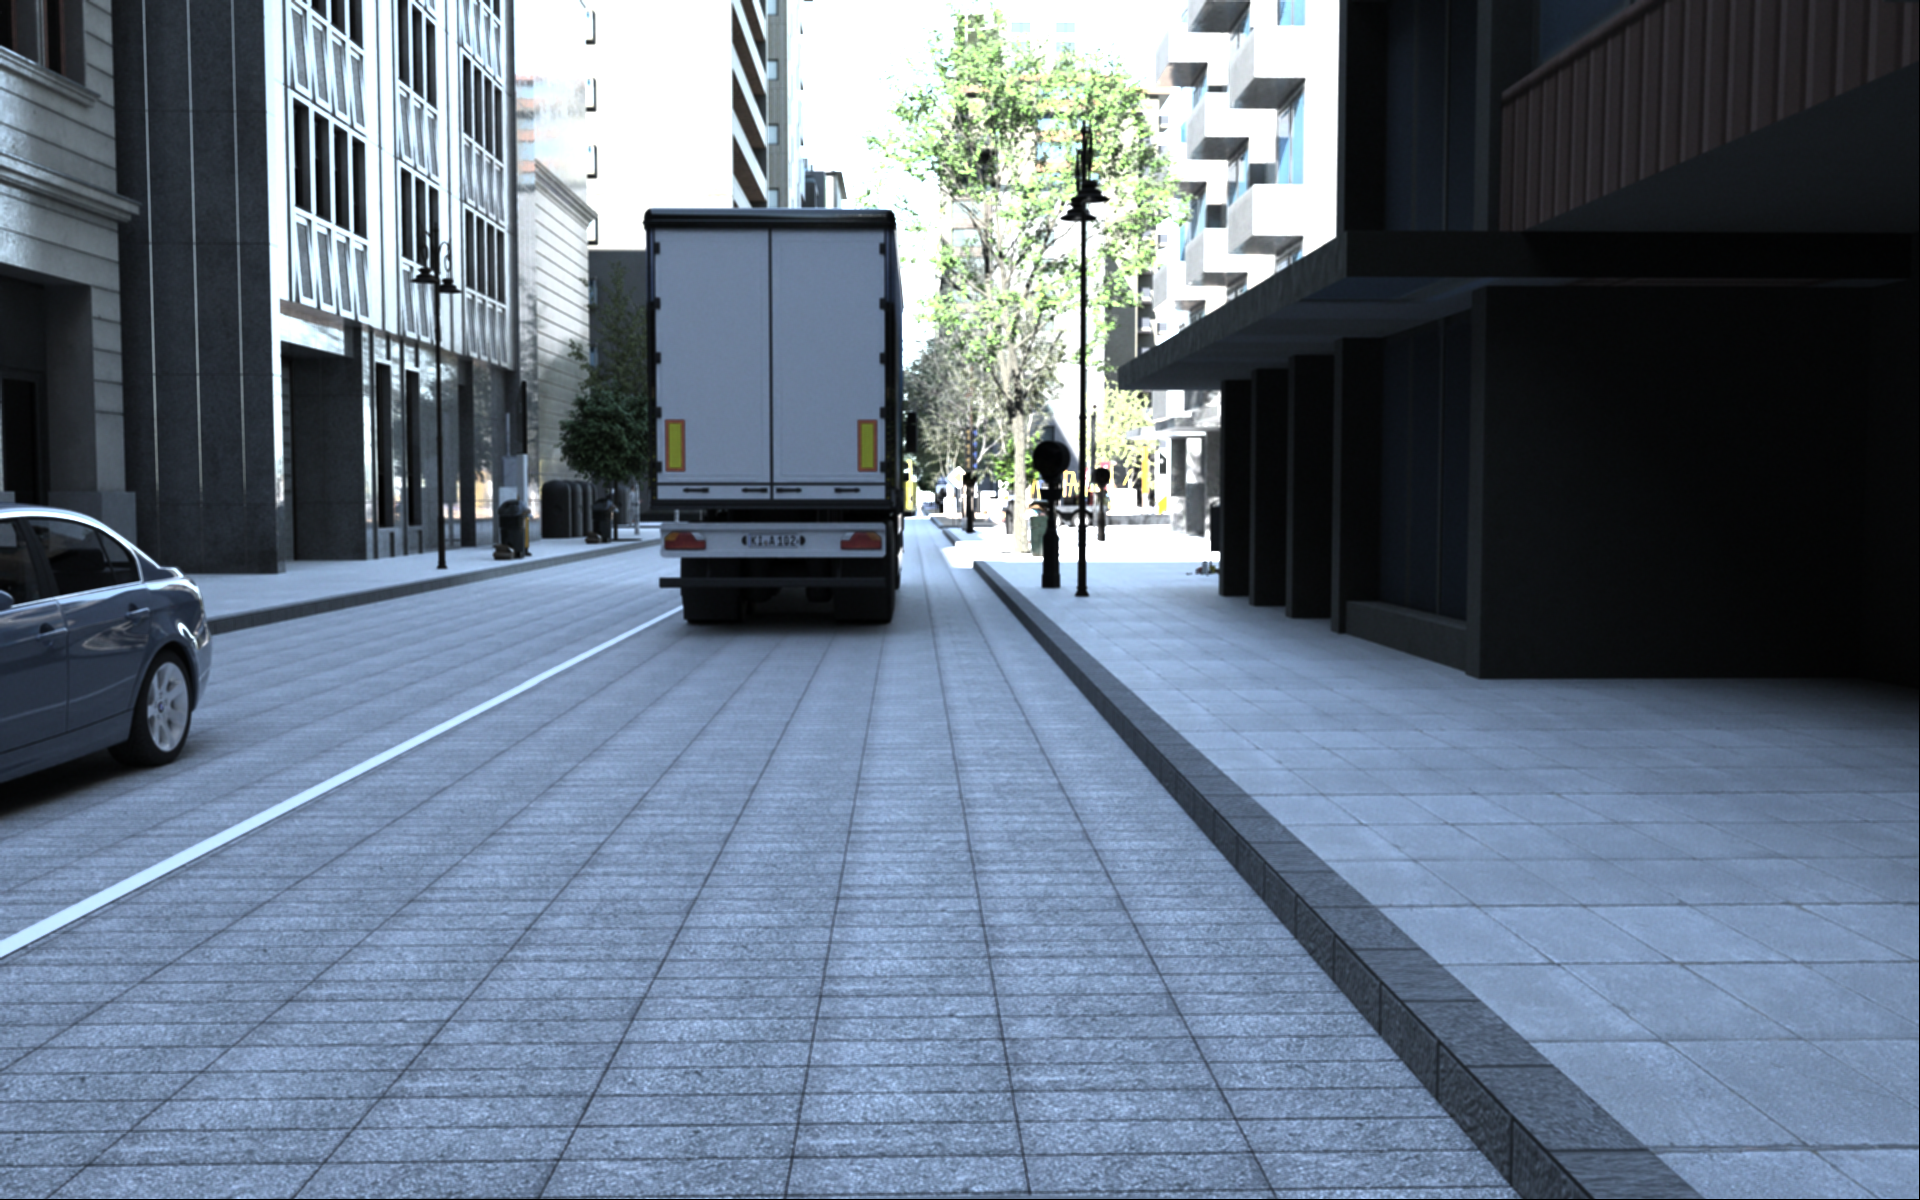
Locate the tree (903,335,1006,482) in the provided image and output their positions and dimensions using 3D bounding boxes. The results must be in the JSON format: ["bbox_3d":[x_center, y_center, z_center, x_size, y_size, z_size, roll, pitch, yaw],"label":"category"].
[{"bbox_3d":[-1.164,-14.241,139.493,9.857,13.997,8.962,0,3,0],"label":"tree"}]

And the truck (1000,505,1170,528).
[{"bbox_3d":[11.024,-4.754,67.490,18.799,4.110,2.967,0,4,-2],"label":"truck"}]

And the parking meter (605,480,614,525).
[{"bbox_3d":[-14.288,-3.985,70.864,0.255,1.863,0.399,2,4,27],"label":"parking meter"}]

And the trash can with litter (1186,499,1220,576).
[{"bbox_3d":[4.707,-1.034,27.957,2.233,1.210,1.678,0,4,1],"label":"trash can with litter"}]

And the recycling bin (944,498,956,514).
[{"bbox_3d":[-0.660,-6.092,112.153,0.722,1.027,0.722,0,4,-3],"label":"recycling bin"}]

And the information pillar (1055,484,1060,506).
[{"bbox_3d":[5.226,-5.466,93.864,0.304,2.012,0.304,-1,4,-19],"label":"information pillar"}]

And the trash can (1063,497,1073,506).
[{"bbox_3d":[6.360,-5.500,101.579,0.748,1.137,0.748,0,3,0],"label":"trash can"}]

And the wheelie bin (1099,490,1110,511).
[{"bbox_3d":[10.745,-7.402,128.936,0.980,1.594,0.693,3,5,42],"label":"wheelie bin"}]

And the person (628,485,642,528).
[{"bbox_3d":[-12.602,-3.582,67.265,0.583,1.804,0.606,-1,4,-12],"label":"person"}]

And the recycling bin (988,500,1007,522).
[{"bbox_3d":[1.732,-4.094,79.488,0.722,1.027,0.722,2,4,28],"label":"recycling bin"}]

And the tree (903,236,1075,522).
[{"bbox_3d":[0.698,-10.440,81.066,12.009,13.543,11.850,0,3,0],"label":"tree"}]

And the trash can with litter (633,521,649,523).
[{"bbox_3d":[-15.120,-4.042,77.150,2.233,1.210,1.678,2,4,28],"label":"trash can with litter"}]

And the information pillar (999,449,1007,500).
[{"bbox_3d":[2.242,-6.018,89.751,0.504,3.616,0.183,0,4,-3],"label":"information pillar"}]

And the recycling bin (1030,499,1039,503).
[{"bbox_3d":[3.643,-4.651,88.595,0.722,1.027,0.722,1,4,15],"label":"recycling bin"}]

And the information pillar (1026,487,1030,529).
[{"bbox_3d":[2.276,-3.454,60.973,0.304,2.012,0.304,1,4,16],"label":"information pillar"}]

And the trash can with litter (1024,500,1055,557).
[{"bbox_3d":[1.639,-1.476,35.520,0.624,1.170,1.055,0,4,4],"label":"trash can with litter"}]

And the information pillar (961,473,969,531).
[{"bbox_3d":[0.245,-3.445,60.810,0.304,2.012,0.304,-1,4,-23],"label":"information pillar"}]

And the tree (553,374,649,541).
[{"bbox_3d":[-9.463,-3.907,47.588,4.285,4.588,4.351,0,3,0],"label":"tree"}]

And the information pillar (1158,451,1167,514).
[{"bbox_3d":[10.932,-6.247,93.494,0.504,3.616,0.183,-1,4,-14],"label":"information pillar"}]

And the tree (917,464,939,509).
[{"bbox_3d":[-3.133,-12.700,191.352,4.285,4.588,4.351,0,3,0],"label":"tree"}]

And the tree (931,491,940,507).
[{"bbox_3d":[-1.929,-11.026,174.870,1.663,3.219,1.824,0,3,0],"label":"tree"}]

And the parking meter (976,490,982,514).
[{"bbox_3d":[1.232,-6.459,114.021,0.372,1.533,0.369,0,3,0],"label":"parking meter"}]

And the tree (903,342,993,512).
[{"bbox_3d":[-1.285,-12.724,126.169,7.486,12.596,7.792,0,3,0],"label":"tree"}]

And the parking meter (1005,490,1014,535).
[{"bbox_3d":[1.601,-2.793,54.069,0.372,1.533,0.369,0,3,0],"label":"parking meter"}]

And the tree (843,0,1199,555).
[{"bbox_3d":[1.147,-6.802,36.965,9.928,11.665,9.643,0,3,0],"label":"tree"}]

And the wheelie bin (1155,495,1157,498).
[{"bbox_3d":[14.586,-7.644,132.887,0.980,1.594,0.693,-1,4,-11],"label":"wheelie bin"}]

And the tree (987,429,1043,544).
[{"bbox_3d":[1.429,-3.077,44.912,1.663,3.219,1.824,0,3,0],"label":"tree"}]

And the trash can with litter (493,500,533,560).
[{"bbox_3d":[-8.834,-1.392,34.139,0.624,1.170,1.055,0,4,0],"label":"trash can with litter"}]

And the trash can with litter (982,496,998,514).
[{"bbox_3d":[1.755,-6.062,110.500,0.624,1.170,1.055,-3,4,-36],"label":"trash can with litter"}]

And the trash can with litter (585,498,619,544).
[{"bbox_3d":[-9.348,-2.061,45.080,0.624,1.170,1.055,1,4,10],"label":"trash can with litter"}]

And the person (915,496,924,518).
[{"bbox_3d":[-2.409,-5.514,102.927,0.640,1.303,0.475,2,4,29],"label":"person"}]

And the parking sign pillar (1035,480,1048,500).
[{"bbox_3d":[6.541,-9.015,135.863,1.447,3.967,1.447,-1,4,-14],"label":"parking sign pillar"}]

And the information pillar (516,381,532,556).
[{"bbox_3d":[-9.105,-2.733,36.036,0.183,3.616,0.504,-2,4,-31],"label":"information pillar"}]

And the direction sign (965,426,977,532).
[{"bbox_3d":[0.370,-4.042,58.088,0.379,3.537,0.876,2,4,26],"label":"direction sign"}]

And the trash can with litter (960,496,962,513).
[{"bbox_3d":[0.242,-6.401,116.044,0.624,1.170,1.055,0,4,3],"label":"trash can with litter"}]

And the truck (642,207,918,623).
[{"bbox_3d":[-1.981,-2.060,22.600,2.839,4.237,11.283,0,4,-1],"label":"truck"}]

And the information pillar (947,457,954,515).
[{"bbox_3d":[-0.565,-7.051,106.637,0.504,3.616,0.183,-3,5,-43],"label":"information pillar"}]

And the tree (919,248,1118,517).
[{"bbox_3d":[1.711,-6.216,51.995,4.360,8.622,3.978,0,3,0],"label":"tree"}]

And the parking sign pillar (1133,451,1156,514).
[{"bbox_3d":[11.160,-7.136,105.139,1.447,3.967,1.447,0,4,1],"label":"parking sign pillar"}]

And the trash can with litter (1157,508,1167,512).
[{"bbox_3d":[14.761,-6.936,124.786,1.055,1.170,0.624,-3,5,-39],"label":"trash can with litter"}]

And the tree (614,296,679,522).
[{"bbox_3d":[-10.035,-6.746,60.665,4.360,8.622,3.978,0,3,0],"label":"tree"}]

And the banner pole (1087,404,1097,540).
[{"bbox_3d":[3.697,-3.557,48.168,0.401,3.779,0.863,1,4,15],"label":"banner pole"}]

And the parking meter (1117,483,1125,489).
[{"bbox_3d":[8.586,-5.302,92.394,0.399,1.863,0.255,-3,4,-38],"label":"parking meter"}]

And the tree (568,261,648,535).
[{"bbox_3d":[-10.185,-6.362,54.386,4.737,8.622,4.395,0,3,0],"label":"tree"}]
